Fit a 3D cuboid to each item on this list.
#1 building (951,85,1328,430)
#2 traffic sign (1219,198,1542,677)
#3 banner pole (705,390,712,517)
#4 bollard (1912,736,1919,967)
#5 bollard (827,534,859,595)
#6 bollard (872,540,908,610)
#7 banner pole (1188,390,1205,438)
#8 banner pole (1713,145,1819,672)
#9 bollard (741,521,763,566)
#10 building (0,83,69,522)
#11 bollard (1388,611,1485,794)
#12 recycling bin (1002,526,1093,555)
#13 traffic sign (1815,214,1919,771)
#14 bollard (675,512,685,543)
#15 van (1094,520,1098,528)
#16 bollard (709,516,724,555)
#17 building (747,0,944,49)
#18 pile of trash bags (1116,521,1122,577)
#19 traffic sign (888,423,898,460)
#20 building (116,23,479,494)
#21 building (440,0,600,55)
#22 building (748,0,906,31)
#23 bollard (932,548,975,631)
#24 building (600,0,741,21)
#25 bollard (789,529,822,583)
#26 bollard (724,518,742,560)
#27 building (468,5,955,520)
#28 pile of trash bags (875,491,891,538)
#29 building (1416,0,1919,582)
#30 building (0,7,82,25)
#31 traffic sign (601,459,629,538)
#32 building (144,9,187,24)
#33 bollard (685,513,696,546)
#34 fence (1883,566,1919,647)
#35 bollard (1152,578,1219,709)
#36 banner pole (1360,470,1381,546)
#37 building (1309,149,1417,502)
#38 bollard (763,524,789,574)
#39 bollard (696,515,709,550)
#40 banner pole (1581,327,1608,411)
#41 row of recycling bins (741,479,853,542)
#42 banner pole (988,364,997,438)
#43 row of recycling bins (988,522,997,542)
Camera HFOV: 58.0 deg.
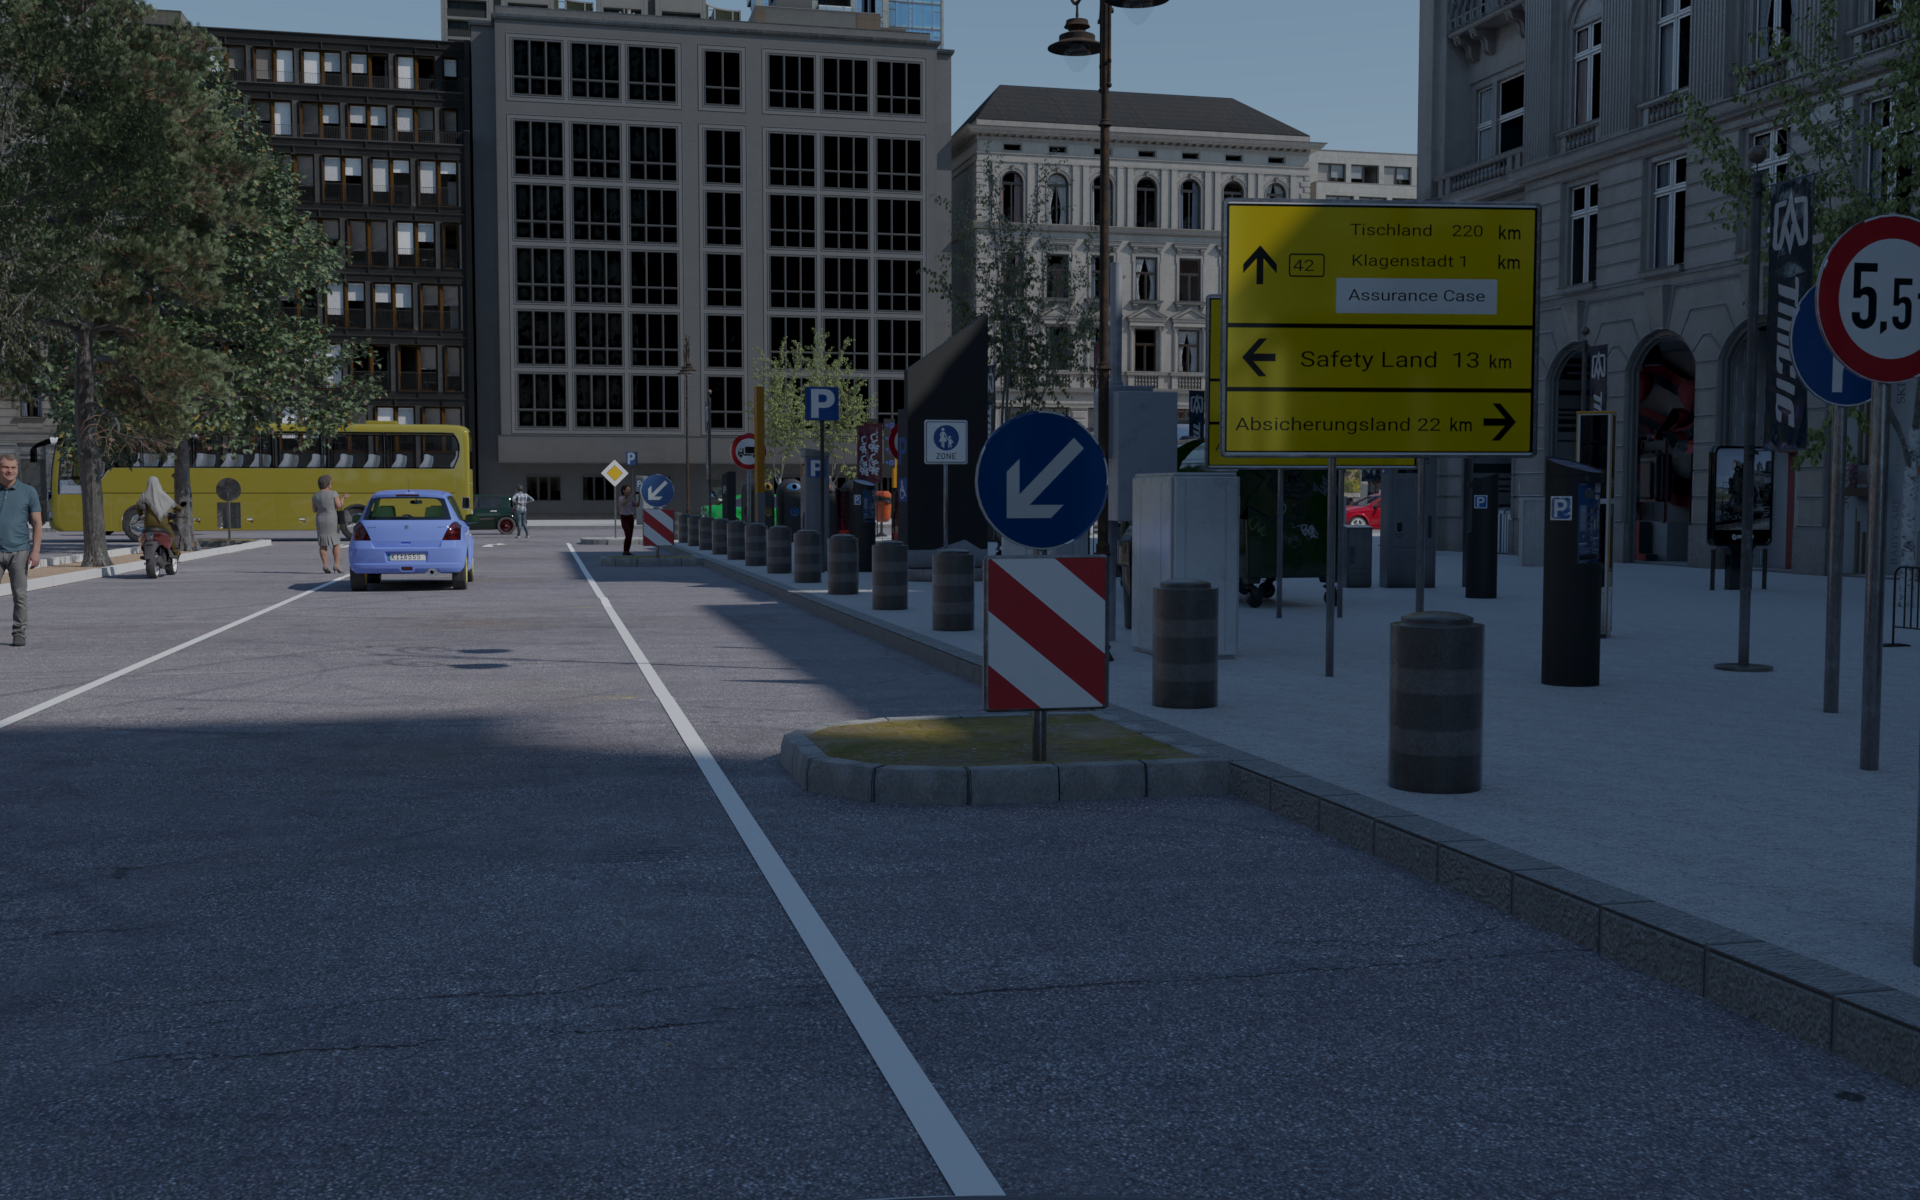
[{"bbox_3d":[8.721,-16.358,96.324,19.941,23.489,11.050,-1,4,-14],"label":"building"},{"bbox_3d":[2.922,-1.115,12.104,2.265,3.308,0.079,0,4,-5],"label":"traffic sign"},{"bbox_3d":[-6.004,-3.139,41.332,0.401,3.779,0.863,0,4,0],"label":"banner pole"},{"bbox_3d":[2.796,0.616,4.652,0.404,0.777,0.398,0,3,0],"label":"bollard"},{"bbox_3d":[-1.498,-0.458,22.203,0.404,0.777,0.398,0,3,0],"label":"bollard"},{"bbox_3d":[-0.779,-0.279,19.284,0.404,0.777,0.398,0,3,0],"label":"bollard"},{"bbox_3d":[5.158,-2.870,36.949,0.863,3.779,0.401,-3,4,-36],"label":"banner pole"},{"bbox_3d":[5.771,-1.364,12.324,0.401,3.779,0.863,-1,4,-11],"label":"banner pole"},{"bbox_3d":[-3.642,-0.995,30.982,0.404,0.777,0.398,0,3,0],"label":"bollard"},{"bbox_3d":[-49.008,-14.263,82.349,18.267,20.994,9.793,-1,4,-14],"label":"building"},{"bbox_3d":[2.081,0.437,7.572,0.404,0.777,0.398,0,3,0],"label":"bollard"},{"bbox_3d":[0.938,-0.402,19.124,0.722,1.027,0.722,3,4,36],"label":"recycling bin"},{"bbox_3d":[4.236,-0.482,7.992,0.768,2.556,0.104,-1,4,-11],"label":"traffic sign"},{"bbox_3d":[-7.224,-1.891,45.636,0.404,0.777,0.398,0,3,0],"label":"bollard"},{"bbox_3d":[4.661,-3.317,61.238,4.112,2.044,2.013,-1,4,-15],"label":"van"},{"bbox_3d":[-5.070,-1.353,36.832,0.404,0.777,0.398,0,3,0],"label":"bollard"},{"bbox_3d":[-13.656,-53.113,181.071,22.319,86.520,31.000,-1,4,-14],"label":"building"},{"bbox_3d":[3.010,-1.050,26.913,1.912,1.369,3.447,1,4,14],"label":"pile of trash bags"},{"bbox_3d":[-0.851,-1.807,29.655,0.768,2.556,0.104,0,4,-5],"label":"traffic sign"},{"bbox_3d":[-32.509,-15.735,86.953,15.834,23.373,12.332,-1,4,-14],"label":"building"},{"bbox_3d":[-62.346,-49.469,247.076,20.611,71.187,20.563,-1,4,-14],"label":"building"},{"bbox_3d":[-12.615,-31.116,158.850,14.600,45.320,14.200,-1,4,-14],"label":"building"},{"bbox_3d":[-0.062,-0.100,16.347,0.404,0.777,0.398,0,3,0],"label":"bollard"},{"bbox_3d":[-41.958,-49.725,251.259,20.611,71.187,20.563,-1,4,-14],"label":"building"},{"bbox_3d":[-2.209,-0.637,25.124,0.404,0.777,0.398,0,3,0],"label":"bollard"},{"bbox_3d":[-4.357,-1.174,33.907,0.404,0.777,0.398,0,3,0],"label":"bollard"},{"bbox_3d":[-13.285,-18.261,92.071,24.014,27.812,14.314,-1,4,-14],"label":"building"},{"bbox_3d":[-1.151,-2.490,50.467,3.447,1.369,1.912,2,4,35],"label":"pile of trash bags"},{"bbox_3d":[18.810,-11.474,29.394,13.314,21.916,24.055,-1,4,-14],"label":"building"},{"bbox_3d":[-76.358,-42.702,136.432,20.563,71.187,20.611,-1,4,-14],"label":"building"},{"bbox_3d":[-9.996,-2.847,50.189,0.795,2.450,0.064,-1,4,-14],"label":"traffic sign"},{"bbox_3d":[-85.183,-33.410,169.954,21.600,48.544,21.300,-1,4,-14],"label":"building"},{"bbox_3d":[-6.506,-1.712,42.704,0.404,0.777,0.398,0,3,0],"label":"bollard"},{"bbox_3d":[8.109,0.108,13.612,0.278,0.683,2.069,-1,4,-15],"label":"fence"},{"bbox_3d":[1.366,0.258,10.501,0.404,0.777,0.398,0,3,0],"label":"bollard"},{"bbox_3d":[10.297,-3.222,42.696,0.863,3.779,0.401,0,4,6],"label":"banner pole"},{"bbox_3d":[26.677,-15.078,101.282,16.860,20.320,10.420,-1,4,-14],"label":"building"},{"bbox_3d":[-2.928,-0.816,28.062,0.404,0.777,0.398,0,3,0],"label":"bollard"},{"bbox_3d":[-5.791,-1.532,39.760,0.404,0.777,0.398,0,3,0],"label":"bollard"},{"bbox_3d":[9.402,-2.189,25.807,0.401,3.779,0.863,-1,4,-10],"label":"banner pole"},{"bbox_3d":[-4.121,-2.408,46.479,3.534,1.692,1.069,-1,4,-19],"label":"row of recycling bins"},{"bbox_3d":[0.381,-2.432,29.773,0.401,3.779,0.863,-2,4,-34],"label":"banner pole"},{"bbox_3d":[1.513,-2.411,46.526,3.534,1.692,1.069,1,4,11],"label":"row of recycling bins"}]
